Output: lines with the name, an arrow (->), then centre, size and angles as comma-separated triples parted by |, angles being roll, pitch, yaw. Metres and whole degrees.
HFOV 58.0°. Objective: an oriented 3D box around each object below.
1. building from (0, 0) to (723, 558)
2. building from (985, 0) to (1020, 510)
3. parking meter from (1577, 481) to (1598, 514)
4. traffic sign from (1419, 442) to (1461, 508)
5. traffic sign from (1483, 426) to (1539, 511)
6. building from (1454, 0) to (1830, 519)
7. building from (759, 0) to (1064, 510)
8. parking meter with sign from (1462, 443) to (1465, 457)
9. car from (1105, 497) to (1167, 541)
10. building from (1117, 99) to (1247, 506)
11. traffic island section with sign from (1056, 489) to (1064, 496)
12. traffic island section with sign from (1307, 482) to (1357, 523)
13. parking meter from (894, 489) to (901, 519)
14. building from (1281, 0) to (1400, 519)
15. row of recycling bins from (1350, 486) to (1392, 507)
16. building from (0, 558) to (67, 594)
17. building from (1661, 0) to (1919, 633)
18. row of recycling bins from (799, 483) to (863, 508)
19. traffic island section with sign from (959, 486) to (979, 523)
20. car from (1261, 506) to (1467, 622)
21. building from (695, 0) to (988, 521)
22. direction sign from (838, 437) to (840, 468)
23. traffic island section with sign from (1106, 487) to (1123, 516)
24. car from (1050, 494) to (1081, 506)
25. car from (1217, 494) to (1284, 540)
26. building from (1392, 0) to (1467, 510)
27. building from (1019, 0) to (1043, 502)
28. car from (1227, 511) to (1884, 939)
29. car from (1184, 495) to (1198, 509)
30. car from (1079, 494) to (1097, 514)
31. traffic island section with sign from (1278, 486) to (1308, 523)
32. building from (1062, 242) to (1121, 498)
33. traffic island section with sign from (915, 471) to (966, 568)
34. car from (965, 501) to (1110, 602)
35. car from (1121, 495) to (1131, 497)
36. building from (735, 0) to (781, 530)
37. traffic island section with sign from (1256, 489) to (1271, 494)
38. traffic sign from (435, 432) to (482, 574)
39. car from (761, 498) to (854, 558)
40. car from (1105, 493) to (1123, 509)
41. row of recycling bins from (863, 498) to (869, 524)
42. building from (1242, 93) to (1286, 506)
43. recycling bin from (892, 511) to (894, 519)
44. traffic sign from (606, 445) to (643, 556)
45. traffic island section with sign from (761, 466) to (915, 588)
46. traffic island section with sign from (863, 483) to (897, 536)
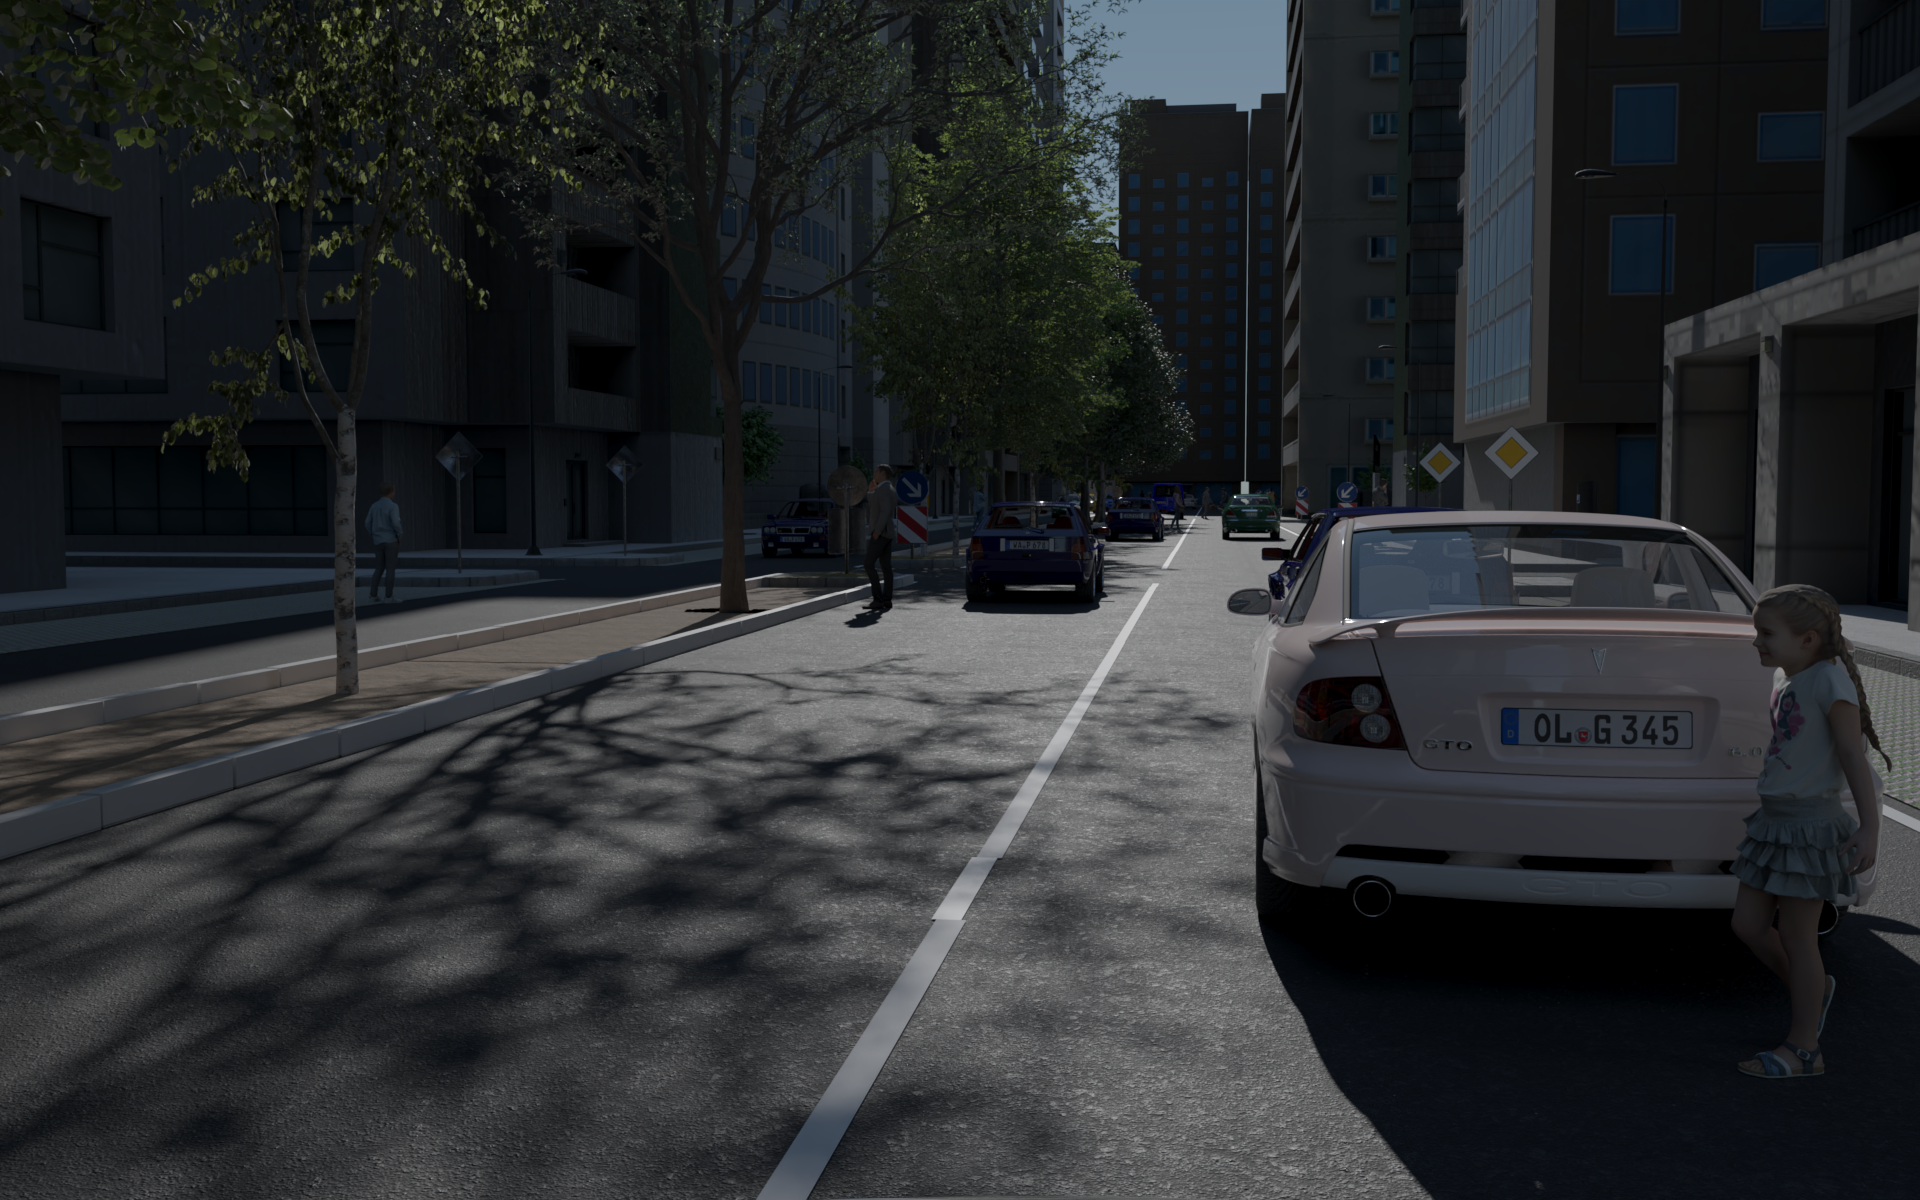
building -> -14.710, -16.583, 42.841 | 14.160, 30.474, 14.107 | 1, 4, 8
building -> -7.495, -30.525, 122.783 | 21.300, 48.544, 21.600 | 1, 4, 8
parking meter -> 12.130, -1.536, 33.522 | 0.372, 1.533, 0.369 | 0, 3, 0
traffic sign -> 9.250, -1.822, 33.439 | 0.795, 2.450, 0.064 | 1, 4, 8
traffic sign -> 8.109, -1.339, 25.536 | 0.795, 2.450, 0.064 | 1, 4, 8
building -> 19.623, -23.778, 38.875 | 14.200, 45.320, 14.600 | 1, 4, 8
building -> -3.862, -38.756, 175.651 | 28.212, 58.520, 21.231 | 1, 4, 8
parking meter with sign -> 16.968, -3.645, 55.864 | 0.543, 3.016, 1.738 | -1, 4, -23
car -> 5.519, -2.566, 54.530 | 1.945, 1.354, 3.894 | 1, 4, 9
building -> 25.671, -33.592, 199.332 | 14.200, 45.320, 14.600 | 1, 4, 8
traffic island section with sign -> 7.953, -7.839, 136.793 | 1.989, 1.847, 2.006 | 1, 4, 8
traffic island section with sign -> 12.867, -3.040, 58.324 | 1.989, 1.847, 2.006 | 1, 4, 8
parking meter -> -3.223, -4.930, 89.023 | 0.372, 1.533, 0.369 | 0, 3, 0
building -> 29.117, -28.821, 94.927 | 21.300, 48.544, 21.600 | 1, 4, 8
row of recycling bins -> 20.424, -4.701, 83.973 | 3.534, 1.692, 1.069 | 2, 4, 35
building -> -18.483, -15.204, 20.292 | 14.107, 30.474, 14.160 | 1, 4, 8
building -> 18.891, -35.079, 11.799 | 20.563, 71.187, 20.611 | 1, 4, 8
row of recycling bins -> -5.106, -3.620, 66.299 | 1.069, 1.692, 3.534 | 2, 4, 25
traffic island section with sign -> 0.764, -4.795, 87.025 | 1.989, 1.847, 2.006 | 1, 4, 8
car -> 3.575, -0.132, 14.733 | 1.945, 1.354, 3.894 | 0, 4, 7
building -> -6.215, -20.106, 100.431 | 14.160, 30.474, 14.107 | 1, 4, 8
direction sign -> -4.821, -4.714, 69.066 | 0.379, 3.537, 0.876 | 0, 4, -2
traffic island section with sign -> 9.877, -6.169, 108.998 | 2.006, 1.907, 1.989 | 1, 4, 8
car -> 6.545, -5.653, 104.222 | 2.131, 1.459, 4.920 | 0, 4, 8
car -> 9.378, -2.697, 55.900 | 2.131, 1.459, 4.920 | 1, 4, 9
building -> 24.070, -18.099, 67.619 | 14.160, 30.474, 14.107 | 1, 4, 8
building -> -4.759, -32.356, 148.622 | 23.786, 49.044, 30.456 | 1, 4, 8
car -> 2.134, 0.324, 7.066 | 2.083, 1.381, 4.827 | 1, 4, 9
car -> 21.297, -9.213, 162.992 | 2.083, 1.381, 4.827 | 1, 4, 10
car -> 9.305, -7.199, 127.932 | 2.015, 1.641, 3.980 | 1, 4, 10
traffic island section with sign -> 16.906, -4.757, 86.400 | 1.989, 1.847, 2.006 | 1, 4, 8
building -> 11.517, -26.245, 200.800 | 14.107, 30.474, 14.160 | 1, 4, 8
traffic island section with sign -> -0.845, -1.620, 34.626 | 2.006, 1.907, 1.989 | 1, 4, 8
car -> 1.113, -0.720, 24.346 | 1.945, 1.354, 3.894 | 0, 4, 7
car -> 16.627, -9.933, 174.981 | 1.945, 1.354, 3.894 | 0, 4, 7
building -> -15.884, -32.389, 71.559 | 21.231, 58.520, 28.212 | 1, 4, 8
traffic island section with sign -> 23.858, -7.697, 134.471 | 1.989, 1.847, 2.006 | 1, 4, 8
traffic sign -> -8.065, -1.483, 27.882 | 0.795, 2.450, 0.064 | 1, 4, 8
car -> -3.413, -1.700, 40.381 | 1.945, 1.354, 3.894 | 1, 4, 9
car -> 14.833, -9.631, 167.056 | 1.945, 1.707, 3.694 | 1, 4, 9
row of recycling bins -> -3.955, -4.260, 76.769 | 1.069, 1.692, 3.534 | 1, 4, 11
building -> 39.844, -33.404, 196.266 | 14.200, 45.320, 14.600 | 1, 4, 8
recycling bin -> -3.665, -4.759, 90.358 | 0.722, 1.027, 0.722 | 0, 4, 3
traffic sign -> -6.925, -1.966, 35.785 | 0.795, 2.450, 0.064 | 1, 4, 8
traffic island section with sign -> -1.913, -1.172, 27.296 | 2.006, 1.907, 1.989 | 1, 4, 8
traffic island section with sign -> -3.106, -3.152, 60.156 | 1.989, 1.847, 2.006 | 1, 4, 8
